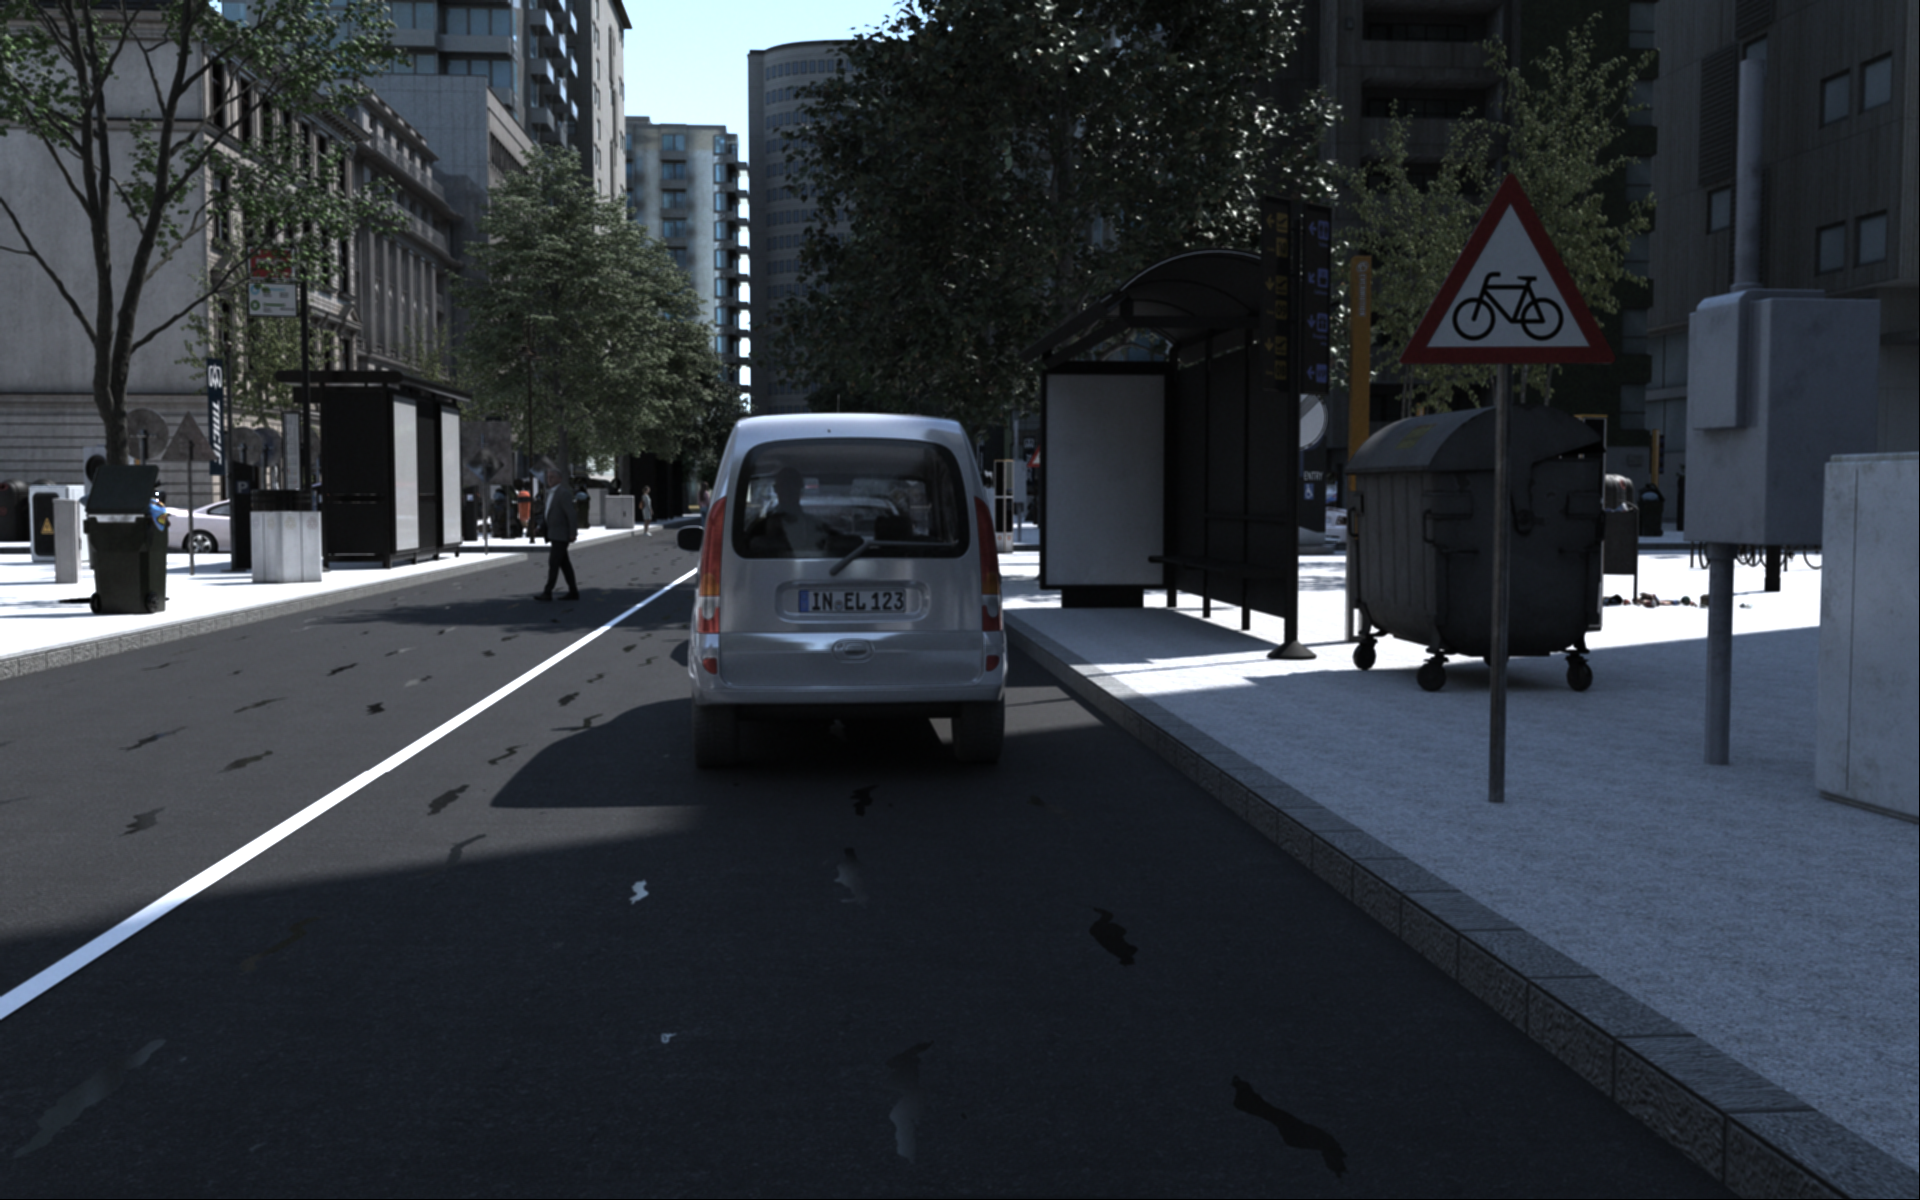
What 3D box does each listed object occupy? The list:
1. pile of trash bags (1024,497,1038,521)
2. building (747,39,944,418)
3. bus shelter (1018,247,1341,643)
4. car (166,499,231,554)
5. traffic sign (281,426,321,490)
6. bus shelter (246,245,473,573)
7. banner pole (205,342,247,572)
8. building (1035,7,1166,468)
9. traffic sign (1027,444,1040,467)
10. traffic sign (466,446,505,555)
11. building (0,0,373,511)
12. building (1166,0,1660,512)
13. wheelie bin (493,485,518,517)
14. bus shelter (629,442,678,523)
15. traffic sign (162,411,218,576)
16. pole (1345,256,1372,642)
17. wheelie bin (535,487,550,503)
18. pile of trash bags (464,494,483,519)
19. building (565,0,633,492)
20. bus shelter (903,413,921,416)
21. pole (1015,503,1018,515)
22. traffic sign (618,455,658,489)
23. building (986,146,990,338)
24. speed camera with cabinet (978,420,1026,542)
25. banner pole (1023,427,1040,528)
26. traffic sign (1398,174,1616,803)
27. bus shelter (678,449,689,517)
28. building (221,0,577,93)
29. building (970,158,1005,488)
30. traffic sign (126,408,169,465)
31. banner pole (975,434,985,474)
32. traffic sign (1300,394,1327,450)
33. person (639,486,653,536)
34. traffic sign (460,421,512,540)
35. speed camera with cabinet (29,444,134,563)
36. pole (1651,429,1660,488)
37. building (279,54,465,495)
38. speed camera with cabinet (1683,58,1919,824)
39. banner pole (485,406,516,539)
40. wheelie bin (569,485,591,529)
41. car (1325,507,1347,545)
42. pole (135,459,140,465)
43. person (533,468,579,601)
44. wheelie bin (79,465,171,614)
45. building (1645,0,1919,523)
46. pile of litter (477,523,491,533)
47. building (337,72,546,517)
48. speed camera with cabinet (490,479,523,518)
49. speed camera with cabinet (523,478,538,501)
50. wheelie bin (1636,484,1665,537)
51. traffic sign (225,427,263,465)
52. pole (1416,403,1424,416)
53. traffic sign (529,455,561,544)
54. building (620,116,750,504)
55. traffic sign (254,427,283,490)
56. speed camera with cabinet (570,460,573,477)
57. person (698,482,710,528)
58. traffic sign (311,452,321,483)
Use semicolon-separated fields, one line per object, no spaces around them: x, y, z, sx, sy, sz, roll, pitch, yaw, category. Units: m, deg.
4.508;-4.357;80.987;1.912;1.369;3.447;-2;4;-30;pile of trash bags
-12.924;-41.673;223.347;28.212;58.520;21.231;0;4;-5;building
1.895;-1.411;17.002;2.014;3.302;5.546;0;4;-5;bus shelter
-15.360;-1.620;38.853;4.827;1.381;2.083;0;4;-4;car
-12.335;-1.977;32.429;0.768;2.556;0.104;0;4;4;traffic sign
-10.634;-3.251;30.792;2.179;5.291;8.768;0;4;-5;bus shelter
-12.051;-2.342;28.312;0.401;3.779;0.863;0;4;8;banner pole
17.257;-29.738;105.823;23.786;49.044;30.456;0;4;-5;building
1.762;-2.093;34.218;0.884;2.594;0.081;0;4;5;traffic sign
-9.897;-1.988;36.141;0.795;2.450;0.064;0;4;-5;traffic sign
-29.145;-12.148;63.248;10.561;19.102;19.286;0;4;-5;building
15.818;-17.877;63.984;14.107;30.474;14.160;0;4;-5;building
-14.722;-2.952;56.168;0.693;1.594;0.980;1;4;15;wheelie bin
-14.486;-5.499;81.199;1.731;3.624;6.357;0;4;-5;bus shelter
-12.102;-1.665;27.224;0.884;2.594;0.081;0;3;0;traffic sign
3.445;-1.293;14.976;0.158;3.312;0.155;0;3;0;pole
-21.717;-5.022;90.011;0.693;1.594;0.980;-1;4;-22;wheelie bin
-25.042;-4.824;88.632;1.912;1.369;3.447;0;4;-8;pile of trash bags
-46.631;-35.316;166.657;27.495;52.752;28.713;0;4;-5;building
-2.801;-6.482;83.611;2.179;5.291;8.768;0;4;-5;bus shelter
3.467;-6.888;106.463;0.158;3.312;0.155;0;3;0;pole
-16.595;-5.870;89.844;2.265;3.308;0.079;0;4;-4;traffic sign
5.581;-30.281;178.696;14.154;41.232;14.086;0;4;-5;building
0.940;-3.225;47.062;0.660;3.252;2.038;-3;4;-38;speed camera with cabinet
2.739;-4.586;64.996;0.863;3.779;0.401;2;4;24;banner pole
2.235;-0.437;7.143;0.884;2.594;0.081;0;4;0;traffic sign
-15.704;-6.244;93.370;1.731;3.624;6.357;0;4;-5;bus shelter
-41.377;-31.326;131.792;23.786;49.044;30.456;0;4;-5;building
12.228;-51.536;155.285;22.319;86.520;31.000;0;4;-5;building
-12.142;-1.569;25.760;0.768;2.556;0.104;0;4;3;traffic sign
0.692;-4.361;61.327;0.401;3.779;0.863;2;4;28;banner pole
3.887;-1.232;20.251;0.768;2.556;0.104;0;4;2;traffic sign
-10.806;-3.071;59.708;0.522;1.701;0.512;-2;4;-35;person
-13.694;-3.346;48.587;2.265;3.308;0.079;0;4;3;traffic sign
-16.395;-2.321;32.286;2.038;3.252;0.660;1;4;20;speed camera with cabinet
21.908;-3.716;54.601;0.158;3.312;0.155;0;3;0;pole
-33.527;-14.911;85.592;13.314;21.916;24.055;0;4;-5;building
3.892;-0.796;7.345;0.660;3.252;2.038;0;4;-8;speed camera with cabinet
-13.101;-3.625;49.283;0.863;3.779;0.401;0;4;8;banner pole
-14.035;-3.414;63.728;0.980;1.594;0.693;2;4;35;wheelie bin
11.153;-1.790;41.629;4.827;1.381;2.083;0;4;-4;car
-24.306;-3.514;51.305;0.158;3.312;0.155;0;3;0;pole
-5.449;-0.875;23.197;0.661;1.777;0.834;3;5;40;person
-8.981;-0.659;18.684;0.980;1.594;0.693;0;4;-2;wheelie bin
43.944;-29.565;72.623;27.495;52.752;28.713;0;4;-5;building
-15.743;-2.698;58.075;1.176;0.858;1.719;2;4;24;pile of litter
-33.464;-17.707;107.536;12.078;24.808;19.932;0;4;-5;building
-21.058;-5.243;80.057;0.660;3.252;2.038;0;4;8;speed camera with cabinet
-24.668;-6.283;97.071;2.038;3.252;0.660;1;4;22;speed camera with cabinet
20.840;-2.715;52.295;0.693;1.594;0.980;0;4;-1;wheelie bin
-13.550;-1.996;32.735;0.768;2.556;0.104;0;4;4;traffic sign
10.297;-2.752;38.842;0.158;3.312;0.155;0;3;0;pole
-10.558;-2.474;44.099;0.795;2.450;0.064;0;4;-5;traffic sign
-42.283;-36.837;221.898;30.456;49.044;23.786;0;4;-5;building
-13.293;-2.018;33.098;0.768;2.556;0.104;0;4;-2;traffic sign
-20.559;-5.991;92.287;0.660;3.252;2.038;1;4;13;speed camera with cabinet
-8.163;-2.883;55.649;0.555;1.821;0.388;2;4;26;person
-13.483;-2.098;36.424;0.606;2.300;0.079;0;4;5;traffic sign
